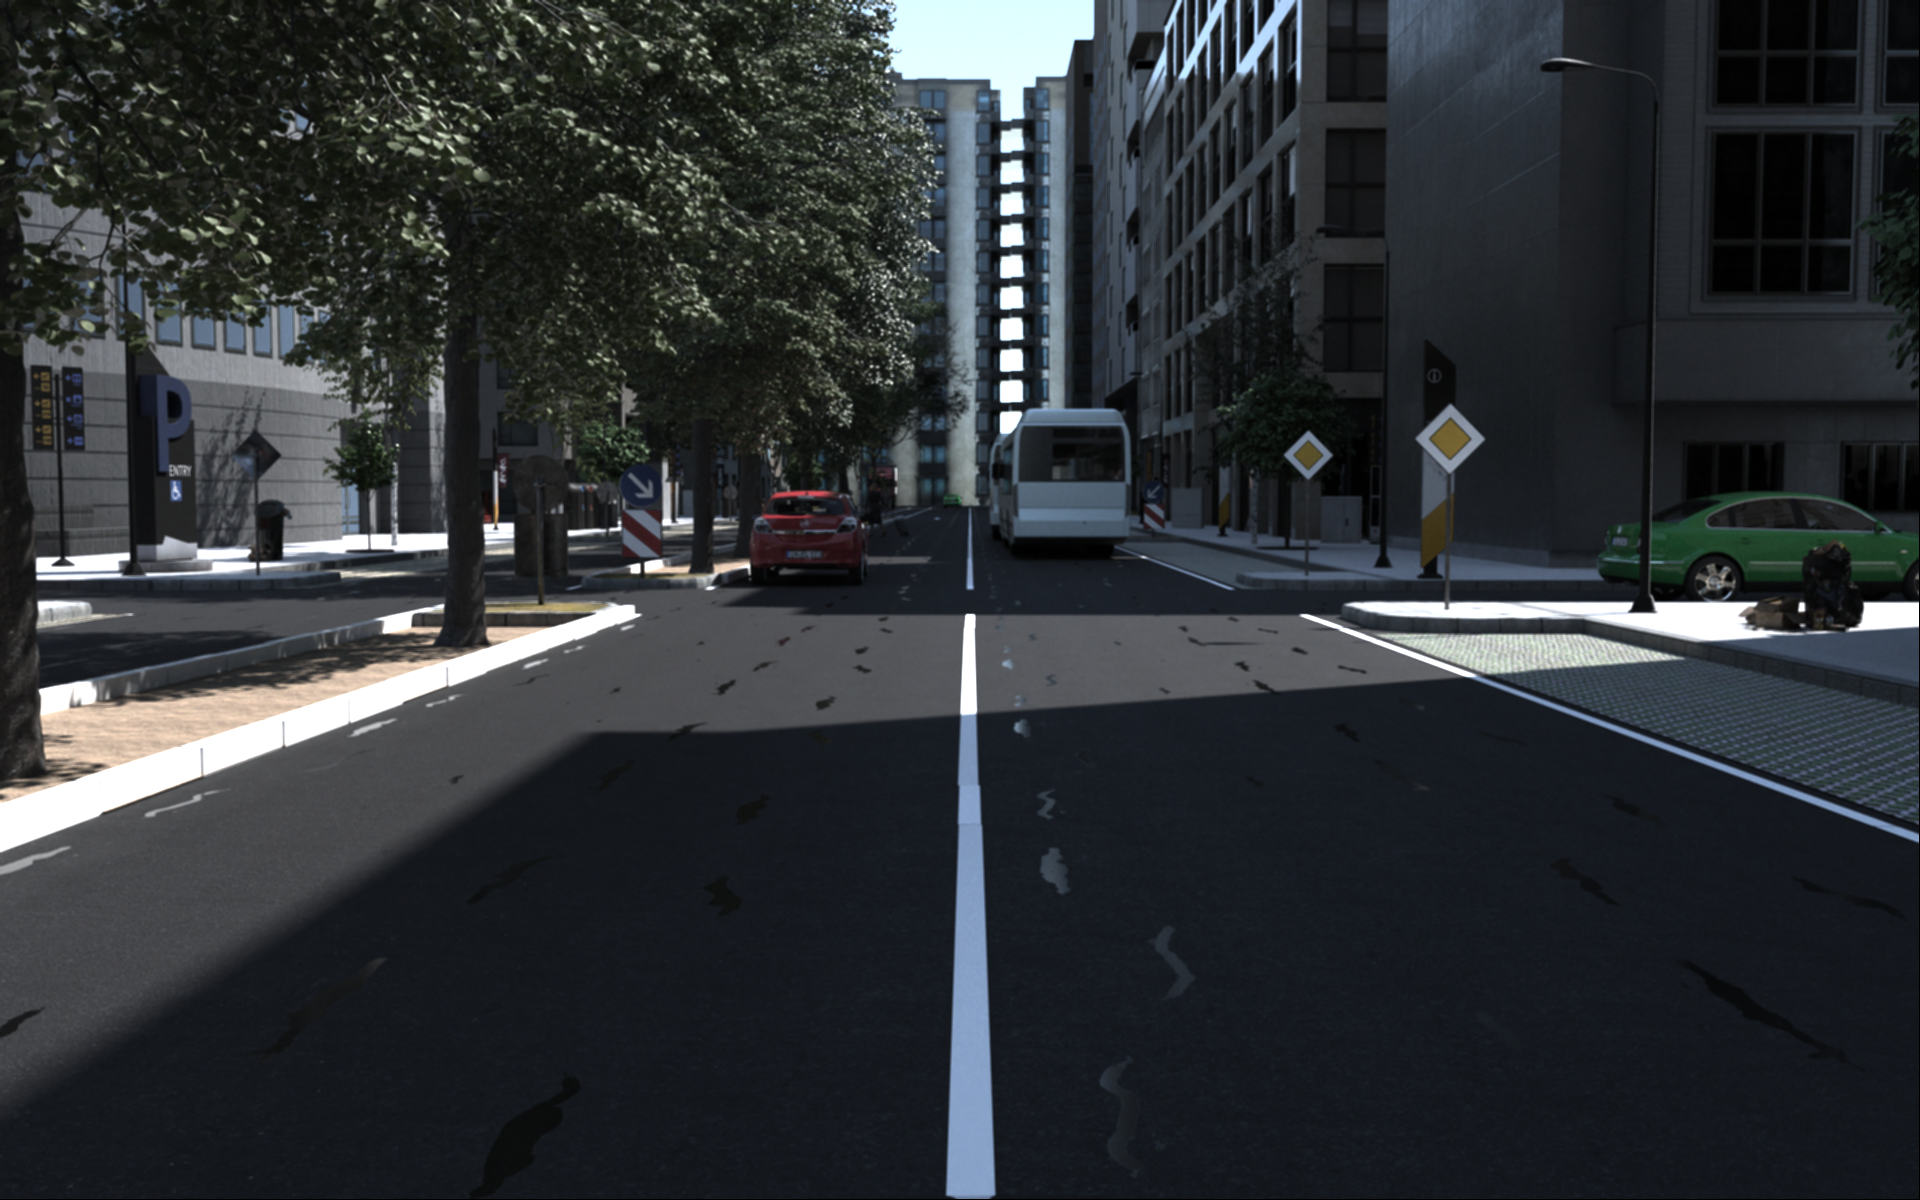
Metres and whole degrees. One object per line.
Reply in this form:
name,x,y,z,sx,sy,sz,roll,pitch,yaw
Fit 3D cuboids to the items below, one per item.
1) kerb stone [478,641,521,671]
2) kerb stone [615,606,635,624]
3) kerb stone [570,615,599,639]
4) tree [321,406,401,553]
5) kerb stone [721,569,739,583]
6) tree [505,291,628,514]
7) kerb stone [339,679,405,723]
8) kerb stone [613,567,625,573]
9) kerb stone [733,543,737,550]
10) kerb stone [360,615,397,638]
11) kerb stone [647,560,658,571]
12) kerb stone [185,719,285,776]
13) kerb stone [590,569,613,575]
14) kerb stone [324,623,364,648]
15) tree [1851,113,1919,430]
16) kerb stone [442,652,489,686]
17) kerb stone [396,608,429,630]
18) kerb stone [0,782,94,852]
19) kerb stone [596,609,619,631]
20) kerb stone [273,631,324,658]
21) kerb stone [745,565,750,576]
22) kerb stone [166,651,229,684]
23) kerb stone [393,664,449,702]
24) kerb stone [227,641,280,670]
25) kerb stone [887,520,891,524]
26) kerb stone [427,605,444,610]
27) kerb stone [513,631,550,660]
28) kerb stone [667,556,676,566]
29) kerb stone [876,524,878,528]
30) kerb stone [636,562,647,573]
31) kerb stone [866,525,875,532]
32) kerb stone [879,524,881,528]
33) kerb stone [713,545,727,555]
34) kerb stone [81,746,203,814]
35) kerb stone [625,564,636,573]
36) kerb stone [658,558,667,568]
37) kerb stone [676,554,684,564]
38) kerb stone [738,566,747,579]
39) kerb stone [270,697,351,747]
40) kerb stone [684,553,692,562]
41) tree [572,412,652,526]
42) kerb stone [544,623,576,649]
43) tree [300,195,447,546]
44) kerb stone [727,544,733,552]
kerb stone,-3.862,0.476,14.411,0.120,0.150,1.000,0,4,0
kerb stone,-3.827,0.170,19.533,0.120,0.150,1.000,0,4,0
kerb stone,-3.836,0.290,17.487,0.120,0.150,1.000,0,4,0
tree,-13.158,-2.660,38.098,1.663,3.219,1.824,0,3,0
kerb stone,-3.778,-0.372,28.285,0.120,0.150,1.000,0,4,0
tree,-13.450,-6.617,58.555,4.737,8.622,4.395,0,3,0
kerb stone,-3.873,0.664,11.335,0.120,0.150,1.000,0,4,0
kerb stone,-5.876,-0.431,29.328,0.120,0.150,1.000,0,4,0
kerb stone,-5.798,-1.308,43.670,0.120,0.150,1.000,0,4,0
kerb stone,-5.944,0.289,17.523,0.120,0.150,1.000,0,4,0
kerb stone,-5.852,-0.624,32.395,0.120,0.150,1.000,0,4,0
kerb stone,-3.891,0.790,9.280,0.120,0.150,1.000,0,4,0
kerb stone,-5.877,-0.374,28.303,0.120,0.150,1.000,0,4,0
kerb stone,-5.944,0.355,16.501,0.120,0.150,1.000,0,4,0
tree,7.716,-1.702,11.540,4.285,4.588,4.351,0,3,0
kerb stone,-3.863,0.539,13.389,0.120,0.150,1.000,0,4,0
kerb stone,-5.933,0.223,18.544,0.120,0.150,1.000,0,4,0
kerb stone,-3.900,0.916,7.222,0.120,0.150,1.000,0,4,0
kerb stone,-3.839,0.233,18.510,0.120,0.150,1.000,0,4,0
kerb stone,-5.954,0.411,15.479,0.120,0.150,1.000,0,4,0
kerb stone,-3.768,-0.498,30.332,0.120,0.150,1.000,0,4,0
kerb stone,-5.967,0.540,13.432,0.120,0.150,1.000,0,4,0
kerb stone,-3.880,0.601,12.362,0.120,0.150,1.000,0,4,0
kerb stone,-5.957,0.482,14.454,0.120,0.150,1.000,0,4,0
kerb stone,-3.475,-3.635,81.630,0.120,0.150,1.000,0,4,0
kerb stone,-5.936,0.161,19.578,0.120,0.150,1.000,0,4,0
kerb stone,-3.854,0.414,15.433,0.120,0.150,1.000,0,4,0
kerb stone,-5.844,-0.748,34.440,0.120,0.150,1.000,0,4,0
kerb stone,-3.537,-2.945,70.339,0.120,0.150,1.000,0,4,0
kerb stone,-5.861,-0.561,31.372,0.120,0.150,1.000,0,4,0
kerb stone,-3.548,-2.819,68.288,0.120,0.150,1.000,0,4,0
kerb stone,-3.517,-3.132,73.413,0.120,0.150,1.000,0,4,0
kerb stone,-5.799,-1.188,41.625,0.120,0.150,1.000,0,4,0
kerb stone,-3.901,0.853,8.248,0.120,0.150,1.000,0,4,0
kerb stone,-5.876,-0.496,30.350,0.120,0.150,1.000,0,4,0
kerb stone,-5.855,-0.686,33.418,0.120,0.150,1.000,0,4,0
kerb stone,-5.837,-0.811,35.462,0.120,0.150,1.000,0,4,0
kerb stone,-3.774,-0.435,29.308,0.120,0.150,1.000,0,4,0
kerb stone,-3.881,0.727,10.313,0.120,0.150,1.000,0,4,0
kerb stone,-5.833,-0.874,36.491,0.120,0.150,1.000,0,4,0
tree,-14.006,-5.246,69.482,4.285,4.588,4.351,0,3,0
kerb stone,-3.850,0.351,16.463,0.120,0.150,1.000,0,4,0
tree,-14.117,-5.657,42.862,4.737,8.622,4.395,0,3,0
kerb stone,-5.792,-1.248,42.648,0.120,0.150,1.000,0,4,0
